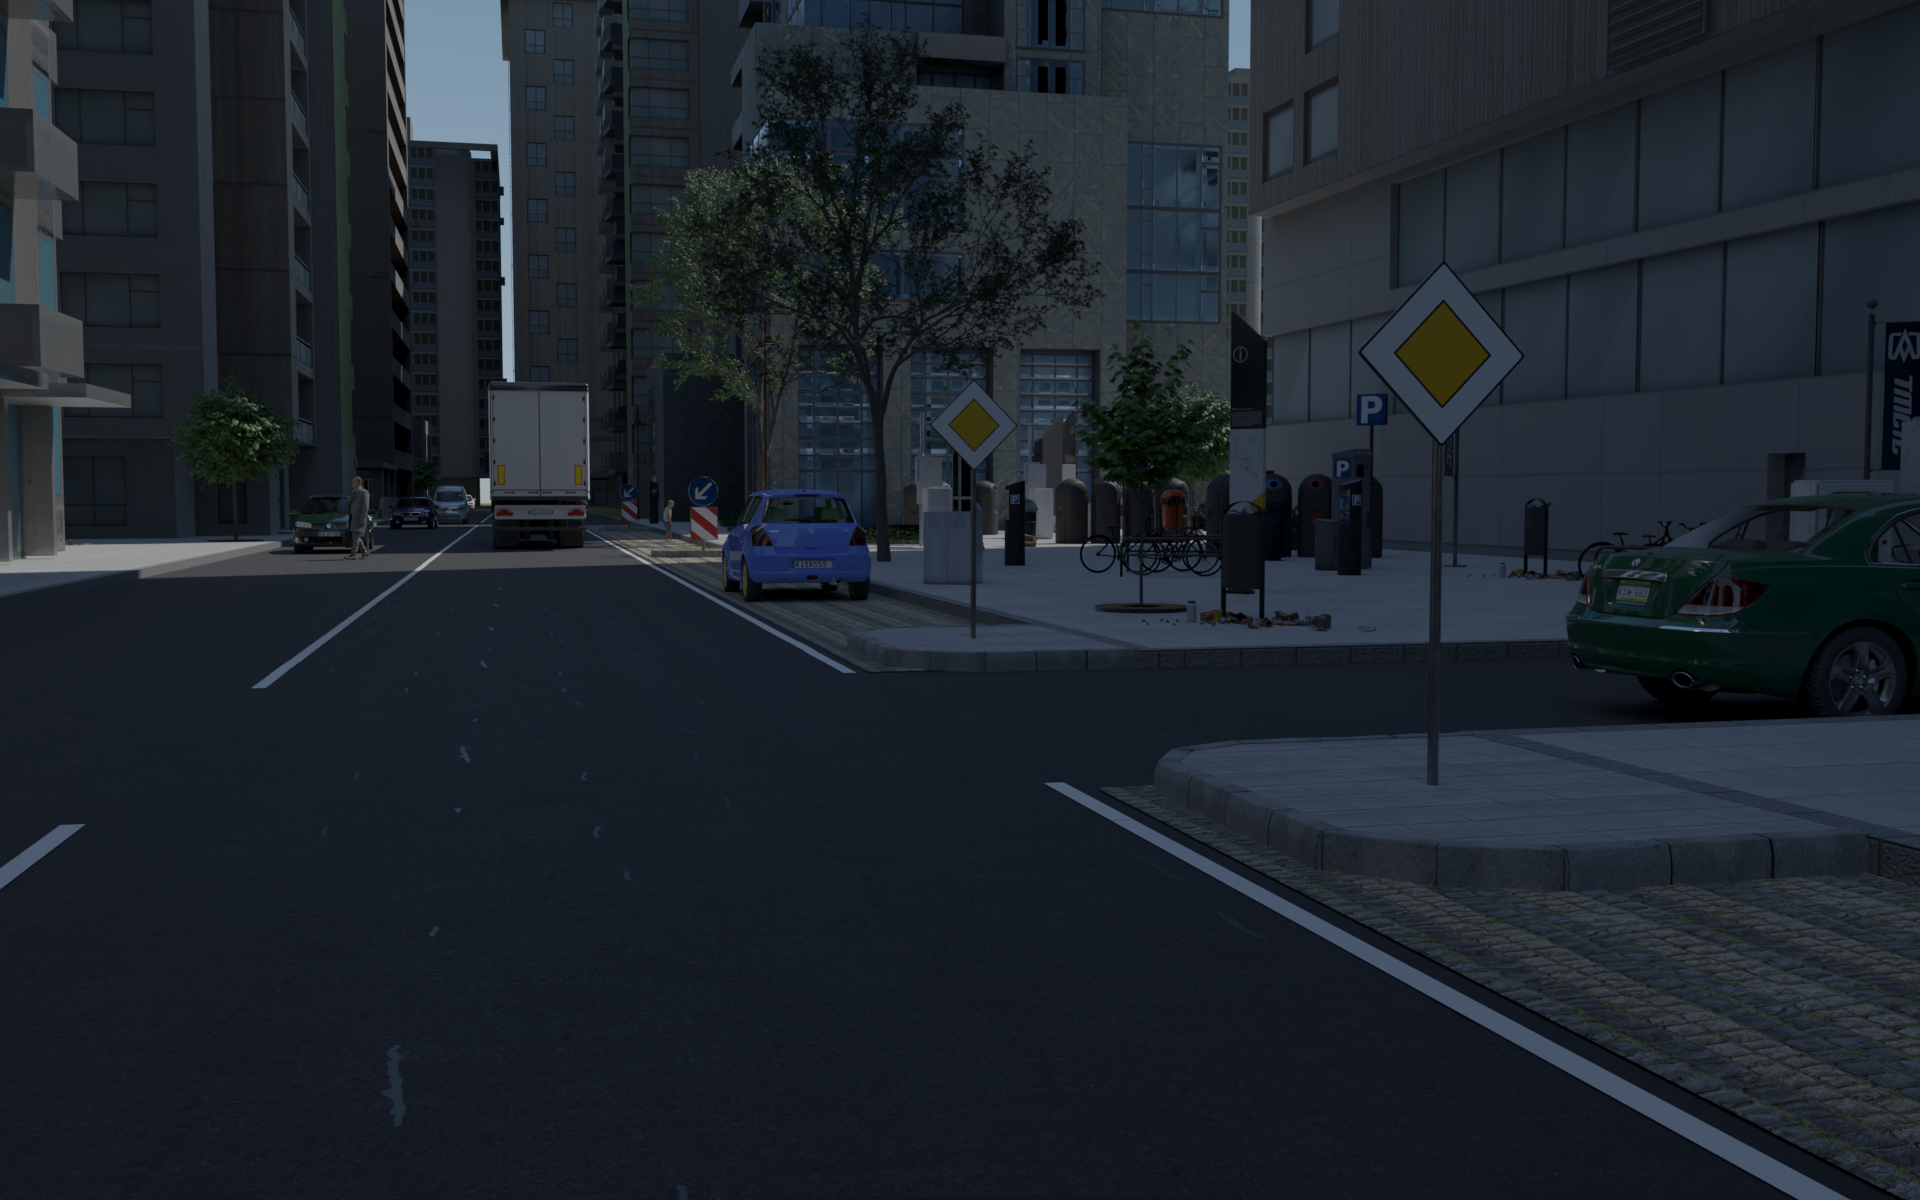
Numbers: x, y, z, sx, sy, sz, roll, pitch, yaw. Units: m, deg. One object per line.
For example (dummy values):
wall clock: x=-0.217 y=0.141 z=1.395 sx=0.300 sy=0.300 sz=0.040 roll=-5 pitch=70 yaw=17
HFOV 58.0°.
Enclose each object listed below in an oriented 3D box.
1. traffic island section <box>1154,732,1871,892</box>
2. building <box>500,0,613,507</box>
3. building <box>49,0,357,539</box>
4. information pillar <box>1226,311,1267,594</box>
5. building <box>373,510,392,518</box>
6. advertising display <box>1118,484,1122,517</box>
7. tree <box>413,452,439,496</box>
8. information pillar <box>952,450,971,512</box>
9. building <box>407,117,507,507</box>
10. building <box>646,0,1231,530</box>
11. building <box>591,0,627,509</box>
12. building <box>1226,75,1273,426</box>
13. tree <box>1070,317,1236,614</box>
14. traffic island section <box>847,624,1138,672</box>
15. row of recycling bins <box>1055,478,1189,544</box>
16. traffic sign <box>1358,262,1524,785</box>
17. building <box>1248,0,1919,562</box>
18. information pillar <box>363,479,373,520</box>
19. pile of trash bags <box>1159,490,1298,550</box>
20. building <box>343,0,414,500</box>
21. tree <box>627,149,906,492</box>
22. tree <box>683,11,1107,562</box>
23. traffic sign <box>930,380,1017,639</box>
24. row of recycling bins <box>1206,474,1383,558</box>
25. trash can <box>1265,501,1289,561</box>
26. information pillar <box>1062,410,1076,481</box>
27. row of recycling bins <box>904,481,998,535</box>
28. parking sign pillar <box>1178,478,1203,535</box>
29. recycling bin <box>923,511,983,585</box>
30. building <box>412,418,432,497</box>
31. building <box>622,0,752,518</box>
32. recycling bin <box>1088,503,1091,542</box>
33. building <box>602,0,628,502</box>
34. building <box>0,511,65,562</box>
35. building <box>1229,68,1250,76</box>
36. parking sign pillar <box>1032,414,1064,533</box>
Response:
traffic island section: x=2.105 y=0.894 z=7.668 sx=2.009 sy=0.180 sz=2.903 roll=-1 pitch=4 yaw=-14
building: x=-34.314 y=-36.415 z=184.618 sx=27.495 sy=52.752 sz=28.713 roll=-1 pitch=4 yaw=-14
building: x=-27.171 y=-22.641 z=53.775 sx=14.154 sy=41.232 sz=14.086 roll=-1 pitch=4 yaw=-14
information pillar: x=3.667 y=-1.883 z=22.139 sx=0.504 sy=3.616 sz=0.183 roll=3 pitch=4 yaw=36
building: x=-47.805 y=-24.530 z=92.951 sx=32.217 sy=40.220 sz=23.993 roll=-1 pitch=4 yaw=-14
advertising display: x=5.311 y=-2.964 z=53.677 sx=0.974 sy=1.923 sz=0.123 roll=-1 pitch=4 yaw=-20
tree: x=-42.463 y=-9.297 z=135.724 sx=4.285 sy=4.588 sz=4.351 roll=0 pitch=3 yaw=0
information pillar: x=0.065 y=-1.476 z=28.625 sx=0.304 sy=2.012 sz=0.304 roll=-2 pitch=4 yaw=-23
building: x=-59.692 y=-29.876 z=180.349 sx=23.993 sy=40.220 sz=32.217 roll=-1 pitch=4 yaw=-14
building: x=-1.499 y=-46.604 z=74.654 sx=22.319 sy=86.520 sz=31.000 roll=-1 pitch=4 yaw=-14
building: x=-19.712 y=-32.429 z=149.824 sx=23.786 sy=49.044 sz=30.456 roll=-1 pitch=4 yaw=-14
building: x=14.565 y=-28.481 z=157.545 sx=23.993 sy=40.220 sz=32.217 roll=-1 pitch=4 yaw=-14
tree: x=1.945 y=-1.500 z=19.126 sx=1.663 sy=3.219 sz=1.824 roll=0 pitch=3 yaw=0
traffic island section: x=0.137 y=0.420 z=15.408 sx=2.009 sy=0.180 sz=2.903 roll=-1 pitch=4 yaw=-14
row of recycling bins: x=4.260 y=-2.332 z=45.241 sx=3.534 sy=1.692 sz=1.069 roll=-1 pitch=4 yaw=-9
traffic sign: x=2.084 y=-0.241 z=7.586 sx=0.795 sy=2.450 sz=0.064 roll=-1 pitch=4 yaw=-14
building: x=23.481 y=-27.269 z=35.083 sx=27.495 sy=52.752 sz=28.713 roll=-1 pitch=4 yaw=-14
information pillar: x=-29.294 y=-4.968 z=85.725 sx=0.304 sy=2.012 sz=0.304 roll=1 pitch=4 yaw=17
pile of trash bags: x=6.252 y=-1.847 z=39.943 sx=3.447 sy=1.369 sz=1.912 roll=-1 pitch=4 yaw=-12
building: x=-48.851 y=-30.122 z=116.202 sx=21.300 sy=48.544 sz=21.600 roll=-1 pitch=4 yaw=-14
tree: x=-5.738 y=-7.673 z=51.212 sx=9.928 sy=11.665 sz=9.643 roll=0 pitch=3 yaw=0
tree: x=-1.398 y=-6.026 z=32.942 sx=8.767 sy=10.594 sz=7.601 roll=0 pitch=4 yaw=4
traffic sign: x=0.116 y=-0.715 z=15.325 sx=0.795 sy=2.450 sz=0.064 roll=-1 pitch=4 yaw=-14
row of recycling bins: x=6.792 y=-1.724 z=35.293 sx=3.534 sy=1.692 sz=1.069 roll=1 pitch=4 yaw=8
trash can: x=5.968 y=-1.328 z=33.373 sx=0.748 sy=1.137 sz=0.748 roll=0 pitch=3 yaw=0
information pillar: x=3.038 y=-3.475 z=48.171 sx=0.183 sy=3.616 sz=0.504 roll=3 pitch=5 yaw=44
row of recycling bins: x=-0.301 y=-2.846 z=53.652 sx=3.534 sy=1.692 sz=1.069 roll=-3 pitch=5 yaw=-41
parking sign pillar: x=6.776 y=-3.970 z=53.375 sx=1.447 sy=3.967 sz=1.447 roll=-1 pitch=4 yaw=-16
recycling bin: x=-0.094 y=-0.751 z=24.841 sx=0.722 sy=1.027 sz=0.722 roll=1 pitch=4 yaw=14
building: x=-61.081 y=-50.785 z=143.003 sx=31.000 sy=86.520 sz=22.319 roll=-1 pitch=4 yaw=-14
building: x=-12.230 y=-25.425 z=99.297 sx=14.154 sy=41.232 sz=14.086 roll=-1 pitch=4 yaw=-14
recycling bin: x=3.506 y=-2.091 z=46.738 sx=0.722 sy=1.027 sz=0.722 roll=2 pitch=4 yaw=34
building: x=-13.324 y=-28.526 z=121.028 sx=22.147 sy=44.769 sz=28.867 roll=-1 pitch=4 yaw=-14
building: x=-26.188 y=-24.649 z=22.613 sx=23.786 sy=49.044 sz=30.456 roll=-1 pitch=4 yaw=-14
building: x=30.697 y=-29.830 z=171.322 sx=14.086 sy=41.232 sz=14.154 roll=-1 pitch=4 yaw=-14
parking sign pillar: x=2.927 y=-4.232 z=57.661 sx=1.447 sy=3.967 sz=1.447 roll=3 pitch=4 yaw=36
